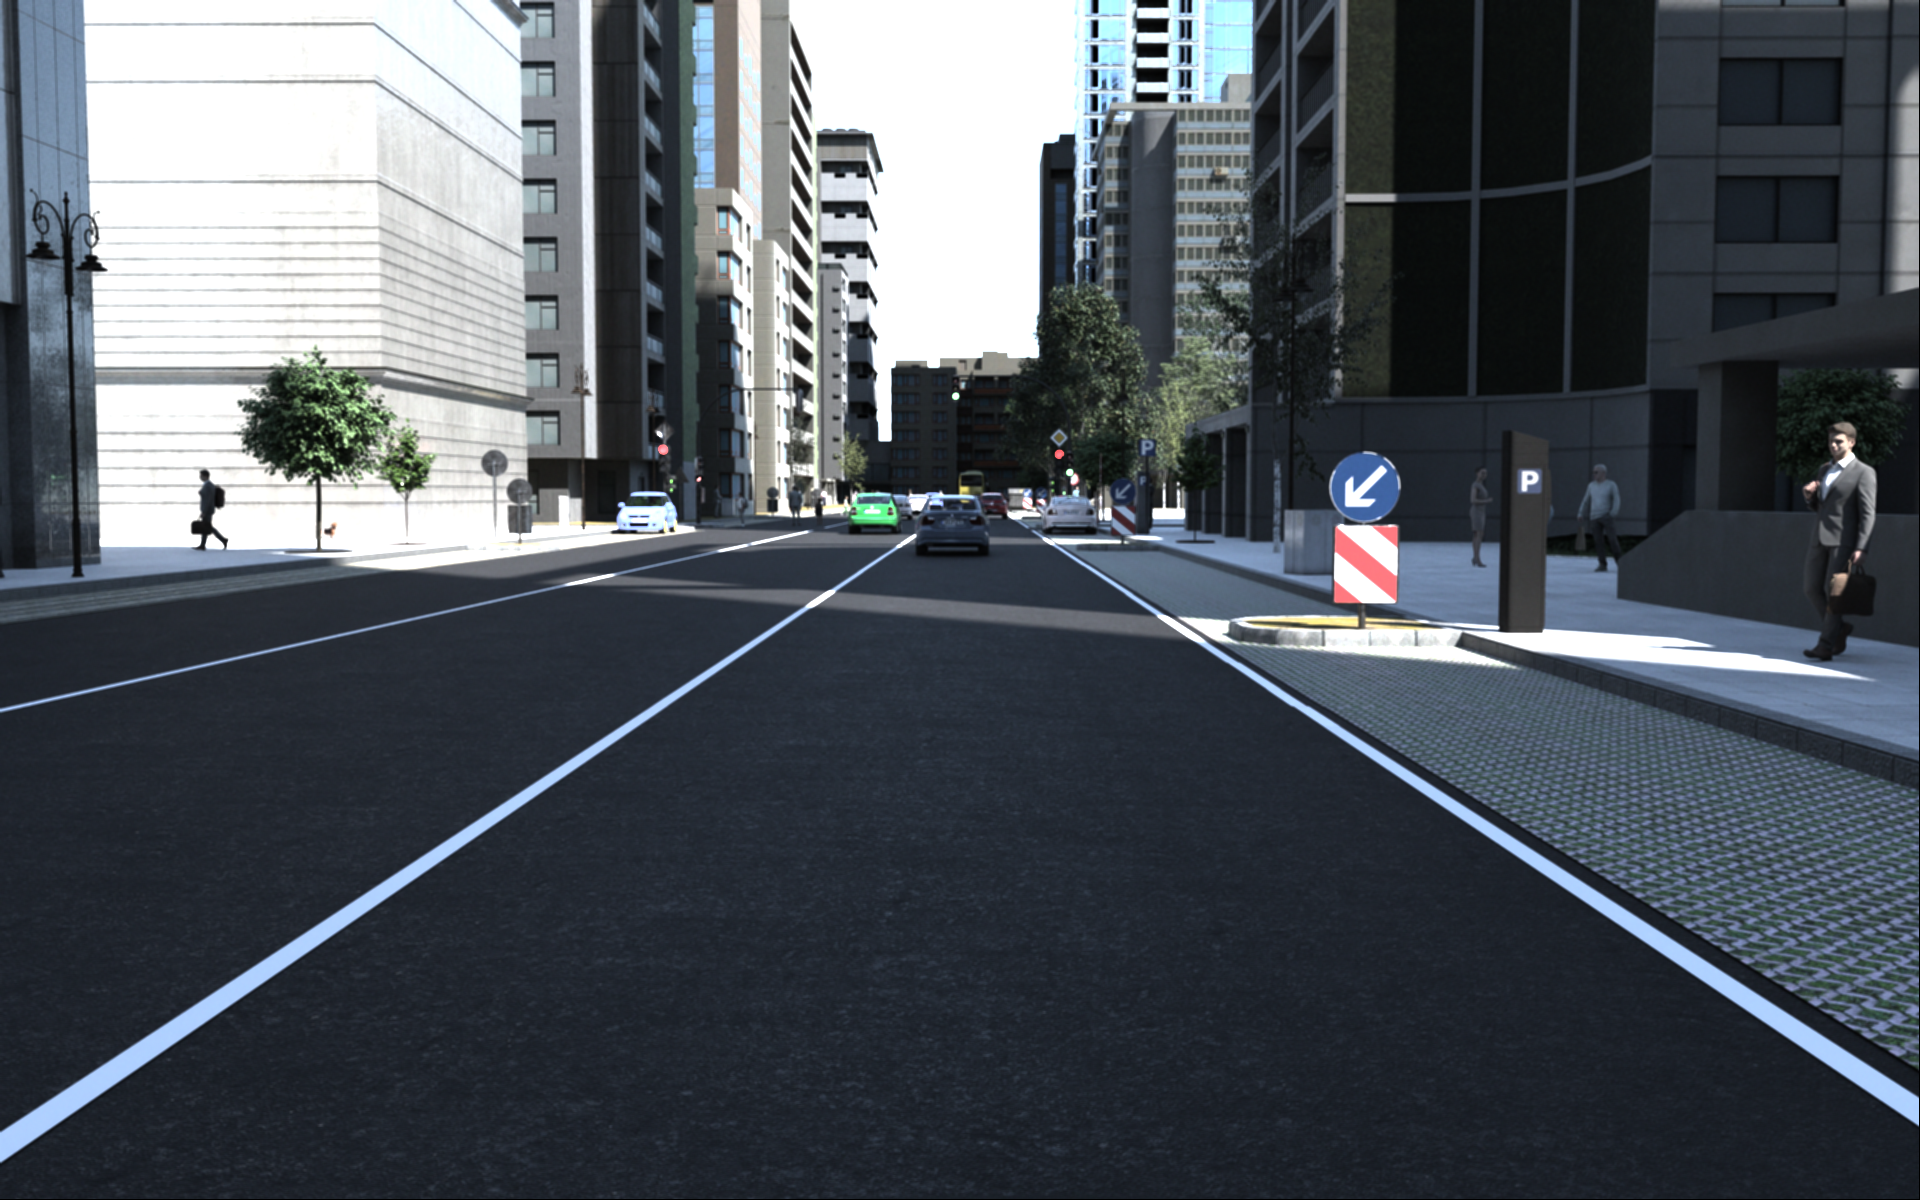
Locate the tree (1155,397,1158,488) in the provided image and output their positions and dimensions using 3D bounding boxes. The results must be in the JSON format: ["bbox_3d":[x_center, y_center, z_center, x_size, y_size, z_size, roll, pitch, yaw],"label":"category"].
[{"bbox_3d":[14.423,-9.256,101.704,4.360,8.622,3.978,0,3,0],"label":"tree"}]

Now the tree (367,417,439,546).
[{"bbox_3d":[-13.818,-2.989,43.472,1.663,3.219,1.824,0,3,0],"label":"tree"}]

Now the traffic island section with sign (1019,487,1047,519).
[{"bbox_3d":[4.516,-5.529,99.027,1.989,1.847,2.006,0,4,1],"label":"traffic island section with sign"}]

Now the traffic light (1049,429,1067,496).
[{"bbox_3d":[4.230,-5.223,74.316,0.839,4.253,0.868,0,4,1],"label":"traffic light"}]

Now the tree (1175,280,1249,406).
[{"bbox_3d":[24.261,-17.181,136.805,12.611,20.169,13.585,0,3,0],"label":"tree"}]

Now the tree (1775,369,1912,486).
[{"bbox_3d":[19.009,-3.327,38.105,4.285,4.588,4.351,0,3,0],"label":"tree"}]

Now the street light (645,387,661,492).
[{"bbox_3d":[-13.217,-6.239,74.800,0.468,5.910,1.993,0,4,1],"label":"street light"}]

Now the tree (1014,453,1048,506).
[{"bbox_3d":[7.757,-14.298,184.134,4.360,8.622,3.978,0,3,0],"label":"tree"}]

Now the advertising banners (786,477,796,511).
[{"bbox_3d":[-12.595,-8.090,128.453,0.090,3.025,2.074,-2,4,-28],"label":"advertising banners"}]

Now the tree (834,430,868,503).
[{"bbox_3d":[-12.373,-15.114,197.473,4.737,8.622,4.395,0,3,0],"label":"tree"}]

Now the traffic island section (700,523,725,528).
[{"bbox_3d":[-11.270,-3.199,74.586,2.009,0.180,2.903,0,4,1],"label":"traffic island section"}]

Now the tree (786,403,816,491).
[{"bbox_3d":[-12.771,-11.142,132.533,4.360,8.622,3.978,0,3,0],"label":"tree"}]

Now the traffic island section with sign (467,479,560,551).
[{"bbox_3d":[-11.244,-2.156,43.884,1.989,1.847,2.006,0,4,1],"label":"traffic island section with sign"}]

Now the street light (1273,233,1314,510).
[{"bbox_3d":[5.931,-3.557,30.937,0.468,5.910,1.993,0,4,1],"label":"street light"}]

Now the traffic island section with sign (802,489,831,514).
[{"bbox_3d":[-10.431,-7.187,126.139,1.989,1.847,2.006,0,4,1],"label":"traffic island section with sign"}]

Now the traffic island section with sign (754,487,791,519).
[{"bbox_3d":[-10.706,-5.539,99.185,1.989,1.847,2.006,0,4,1],"label":"traffic island section with sign"}]

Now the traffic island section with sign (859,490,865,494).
[{"bbox_3d":[-9.941,-10.288,176.844,1.989,1.847,2.006,0,4,1],"label":"traffic island section with sign"}]

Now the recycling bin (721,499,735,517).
[{"bbox_3d":[-13.078,-5.196,97.506,0.722,1.027,0.722,0,4,-4],"label":"recycling bin"}]

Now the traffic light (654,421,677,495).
[{"bbox_3d":[-11.309,-4.743,66.466,0.839,4.253,0.868,0,4,1],"label":"traffic light"}]

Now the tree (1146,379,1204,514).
[{"bbox_3d":[13.762,-9.777,110.223,4.737,8.622,4.395,0,3,0],"label":"tree"}]

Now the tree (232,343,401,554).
[{"bbox_3d":[-13.996,-3.308,37.801,4.285,4.588,4.351,0,3,0],"label":"tree"}]

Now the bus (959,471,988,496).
[{"bbox_3d":[1.360,-11.610,181.363,2.896,3.916,12.252,0,4,2],"label":"bus"}]

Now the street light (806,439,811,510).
[{"bbox_3d":[-12.609,-10.437,143.425,0.468,5.910,1.993,0,4,1],"label":"street light"}]

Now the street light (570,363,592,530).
[{"bbox_3d":[-13.346,-5.411,61.253,0.468,5.910,1.993,0,4,1],"label":"street light"}]

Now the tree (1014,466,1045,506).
[{"bbox_3d":[7.888,-13.067,197.360,4.285,4.588,4.351,0,3,0],"label":"tree"}]

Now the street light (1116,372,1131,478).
[{"bbox_3d":[6.180,-5.677,65.611,0.468,5.910,1.993,0,4,1],"label":"street light"}]

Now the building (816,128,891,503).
[{"bbox_3d":[-23.092,-40.331,248.656,27.495,52.752,28.713,0,4,1],"label":"building"}]

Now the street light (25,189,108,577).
[{"bbox_3d":[-13.669,-3.295,26.657,0.468,5.910,1.993,0,4,1],"label":"street light"}]

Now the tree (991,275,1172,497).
[{"bbox_3d":[6.372,-10.649,91.124,9.611,12.733,9.660,0,3,0],"label":"tree"}]

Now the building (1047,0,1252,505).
[{"bbox_3d":[21.480,-53.722,191.020,22.319,86.520,31.000,0,4,1],"label":"building"}]

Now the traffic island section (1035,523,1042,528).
[{"bbox_3d":[4.270,-3.190,74.429,2.009,0.180,2.903,0,4,1],"label":"traffic island section"}]

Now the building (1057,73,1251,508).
[{"bbox_3d":[25.631,-28.902,164.427,32.217,40.220,23.993,0,4,1],"label":"building"}]

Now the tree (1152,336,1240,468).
[{"bbox_3d":[17.031,-12.641,124.805,7.486,12.596,7.792,0,3,0],"label":"tree"}]

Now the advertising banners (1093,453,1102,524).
[{"bbox_3d":[5.908,-4.771,74.195,0.090,3.025,2.074,0,4,-4],"label":"advertising banners"}]

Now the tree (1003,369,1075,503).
[{"bbox_3d":[7.088,-12.977,137.934,9.928,11.665,9.643,0,3,0],"label":"tree"}]

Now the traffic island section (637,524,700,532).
[{"bbox_3d":[-11.349,-2.711,66.601,2.009,0.180,2.903,0,4,1],"label":"traffic island section"}]

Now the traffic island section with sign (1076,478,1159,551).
[{"bbox_3d":[3.972,-2.165,44.026,1.989,1.847,2.006,0,4,1],"label":"traffic island section with sign"}]

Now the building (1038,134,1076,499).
[{"bbox_3d":[16.909,-34.586,215.598,14.600,45.320,14.200,0,4,1],"label":"building"}]

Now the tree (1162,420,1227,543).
[{"bbox_3d":[6.075,-3.116,45.550,1.663,3.219,1.824,0,3,0],"label":"tree"}]

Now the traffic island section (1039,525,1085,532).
[{"bbox_3d":[4.192,-2.701,66.445,2.009,0.180,2.903,0,4,1],"label":"traffic island section"}]

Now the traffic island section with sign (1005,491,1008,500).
[{"bbox_3d":[5.277,-10.250,176.217,1.989,1.847,2.006,0,4,1],"label":"traffic island section with sign"}]

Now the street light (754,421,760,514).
[{"bbox_3d":[-12.961,-8.355,109.386,0.468,5.910,1.993,0,4,1],"label":"street light"}]

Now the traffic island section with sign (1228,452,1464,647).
[{"bbox_3d":[3.710,-0.516,17.072,1.989,1.847,2.006,0,4,1],"label":"traffic island section with sign"}]

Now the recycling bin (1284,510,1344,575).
[{"bbox_3d":[5.678,-0.932,27.792,0.722,1.027,0.722,-1,4,-18],"label":"recycling bin"}]

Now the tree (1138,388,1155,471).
[{"bbox_3d":[13.391,-10.103,115.551,4.360,8.622,3.978,0,3,0],"label":"tree"}]

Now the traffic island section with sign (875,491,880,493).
[{"bbox_3d":[-9.671,-11.946,203.941,1.989,1.847,2.006,0,4,1],"label":"traffic island section with sign"}]

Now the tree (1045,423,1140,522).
[{"bbox_3d":[6.762,-5.923,80.560,4.285,4.588,4.351,0,3,0],"label":"tree"}]

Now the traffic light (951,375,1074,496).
[{"bbox_3d":[2.059,-5.599,66.210,4.771,5.953,1.251,0,4,1],"label":"traffic light"}]

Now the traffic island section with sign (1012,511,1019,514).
[{"bbox_3d":[4.782,-7.178,125.981,1.989,1.847,2.006,0,4,1],"label":"traffic island section with sign"}]

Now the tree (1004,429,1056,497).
[{"bbox_3d":[8.096,-13.018,147.252,8.767,10.594,7.601,0,4,-2],"label":"tree"}]

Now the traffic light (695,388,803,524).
[{"bbox_3d":[-9.138,-6.104,74.466,4.771,5.953,1.251,0,4,1],"label":"traffic light"}]

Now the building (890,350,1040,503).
[{"bbox_3d":[5.105,-24.736,249.468,28.899,21.520,27.650,0,4,1],"label":"building"}]

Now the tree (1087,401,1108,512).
[{"bbox_3d":[9.958,-10.503,122.079,4.737,8.622,4.395,0,3,0],"label":"tree"}]

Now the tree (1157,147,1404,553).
[{"bbox_3d":[7.137,-5.327,37.465,4.360,8.622,3.978,0,3,0],"label":"tree"}]
